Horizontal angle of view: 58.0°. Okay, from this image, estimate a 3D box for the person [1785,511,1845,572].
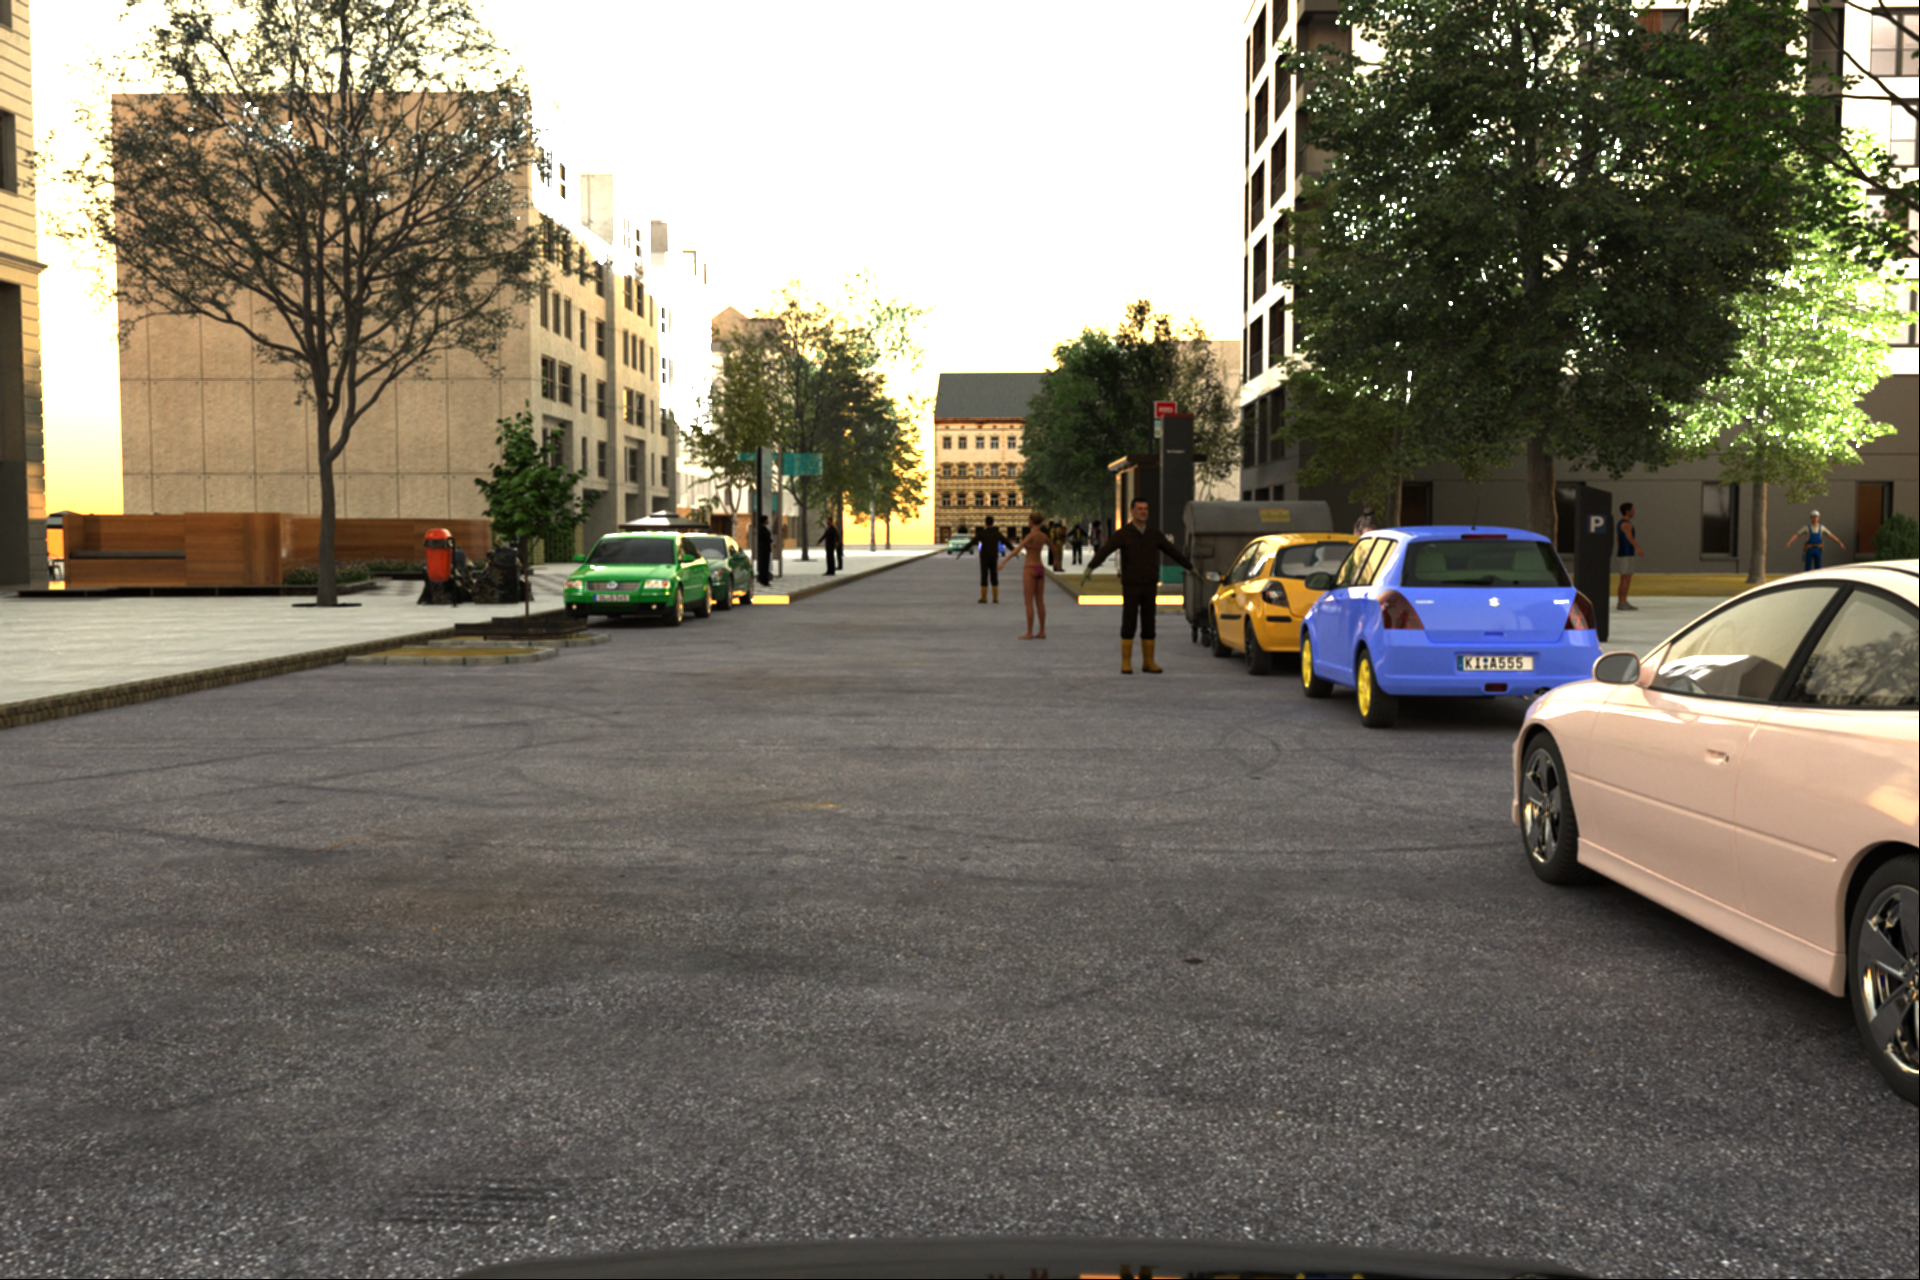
[{"bbox_3d":[20.593,-2.196,41.767,1.347,1.847,0.705,1,4,11],"label":"person"}]

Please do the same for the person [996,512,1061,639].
[{"bbox_3d":[0.965,-0.885,23.724,1.217,1.733,0.721,-3,5,-44],"label":"person"}]

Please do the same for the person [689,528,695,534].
[{"bbox_3d":[-7.186,-2.288,46.682,0.991,1.433,0.599,-2,4,-31],"label":"person"}]

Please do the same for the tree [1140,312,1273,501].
[{"bbox_3d":[7.674,-6.584,58.008,4.360,8.622,3.978,0,3,0],"label":"tree"}]

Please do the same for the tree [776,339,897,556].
[{"bbox_3d":[-7.153,-11.177,100.872,7.486,12.596,7.792,0,3,0],"label":"tree"}]

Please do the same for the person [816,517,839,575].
[{"bbox_3d":[-4.061,-2.914,53.861,0.704,1.802,1.346,-2,4,-32],"label":"person"}]

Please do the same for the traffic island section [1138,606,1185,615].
[{"bbox_3d":[4.206,-0.528,31.505,1.991,0.108,1.994,0,4,2],"label":"traffic island section"}]

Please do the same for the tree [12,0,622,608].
[{"bbox_3d":[-11.066,-7.334,30.284,12.009,13.543,11.850,0,3,0],"label":"tree"}]

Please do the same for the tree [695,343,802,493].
[{"bbox_3d":[-7.814,-7.077,66.072,4.737,8.622,4.395,0,3,0],"label":"tree"}]

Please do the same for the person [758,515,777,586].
[{"bbox_3d":[-4.718,-2.192,42.567,0.721,1.740,1.216,-1,4,-21],"label":"person"}]

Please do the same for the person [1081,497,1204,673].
[{"bbox_3d":[1.859,-0.567,17.860,1.346,1.812,0.704,-1,4,-15],"label":"person"}]

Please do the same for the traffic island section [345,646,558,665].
[{"bbox_3d":[-5.720,0.182,19.886,1.991,0.108,1.994,0,4,1],"label":"traffic island section"}]

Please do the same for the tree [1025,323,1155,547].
[{"bbox_3d":[8.566,-12.044,103.569,9.857,13.997,8.962,0,3,0],"label":"tree"}]

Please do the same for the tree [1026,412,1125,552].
[{"bbox_3d":[8.803,-11.759,126.666,8.767,10.594,7.601,-2,4,-26],"label":"tree"}]

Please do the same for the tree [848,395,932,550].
[{"bbox_3d":[-6.321,-13.697,142.070,7.486,12.596,7.792,0,3,0],"label":"tree"}]

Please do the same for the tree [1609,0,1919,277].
[{"bbox_3d":[9.402,-5.449,14.843,9.928,11.665,9.643,0,3,0],"label":"tree"}]

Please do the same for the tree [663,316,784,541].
[{"bbox_3d":[-7.783,-6.637,58.883,4.737,8.622,4.395,0,3,0],"label":"tree"}]

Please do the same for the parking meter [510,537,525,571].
[{"bbox_3d":[-9.096,-1.663,35.607,0.372,1.533,0.369,0,3,0],"label":"parking meter"}]

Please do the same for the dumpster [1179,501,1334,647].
[{"bbox_3d":[3.817,-0.867,22.387,1.865,1.857,1.264,0,4,0],"label":"dumpster"}]

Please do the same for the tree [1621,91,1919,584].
[{"bbox_3d":[20.807,-7.763,45.050,7.486,12.596,7.792,0,3,0],"label":"tree"}]

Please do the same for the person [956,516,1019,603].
[{"bbox_3d":[0.599,-1.683,36.116,1.346,1.812,0.704,-1,4,-15],"label":"person"}]

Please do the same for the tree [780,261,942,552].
[{"bbox_3d":[-7.274,-16.337,122.992,12.611,20.169,13.585,0,3,0],"label":"tree"}]

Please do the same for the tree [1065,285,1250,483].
[{"bbox_3d":[7.411,-8.012,65.405,7.601,10.594,8.767,1,4,10],"label":"tree"}]

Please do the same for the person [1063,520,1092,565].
[{"bbox_3d":[4.942,-4.115,73.058,1.354,1.856,0.705,-1,4,-9],"label":"person"}]

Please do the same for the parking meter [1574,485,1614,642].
[{"bbox_3d":[7.533,-0.911,20.600,0.399,1.863,0.255,0,4,1],"label":"parking meter"}]

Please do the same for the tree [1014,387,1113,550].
[{"bbox_3d":[8.902,-14.400,142.099,9.857,13.997,8.962,0,3,0],"label":"tree"}]

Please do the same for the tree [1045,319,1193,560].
[{"bbox_3d":[7.753,-9.732,84.880,9.928,11.665,9.643,0,3,0],"label":"tree"}]

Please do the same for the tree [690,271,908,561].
[{"bbox_3d":[-7.480,-10.489,81.868,12.009,13.543,11.850,0,3,0],"label":"tree"}]

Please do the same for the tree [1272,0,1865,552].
[{"bbox_3d":[10.005,-7.508,29.411,9.857,13.997,8.962,0,3,0],"label":"tree"}]

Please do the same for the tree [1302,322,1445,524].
[{"bbox_3d":[12.226,-6.145,50.828,4.737,8.622,4.395,0,3,0],"label":"tree"}]

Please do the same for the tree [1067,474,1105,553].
[{"bbox_3d":[8.810,-10.215,117.374,4.737,8.622,4.395,0,3,0],"label":"tree"}]

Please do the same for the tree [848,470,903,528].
[{"bbox_3d":[-11.046,-19.018,229.065,7.486,12.596,7.792,0,3,0],"label":"tree"}]

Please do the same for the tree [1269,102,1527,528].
[{"bbox_3d":[11.551,-7.716,44.284,7.486,12.596,7.792,0,3,0],"label":"tree"}]

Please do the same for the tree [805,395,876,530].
[{"bbox_3d":[-6.796,-8.699,92.597,4.737,8.622,4.395,0,3,0],"label":"tree"}]
